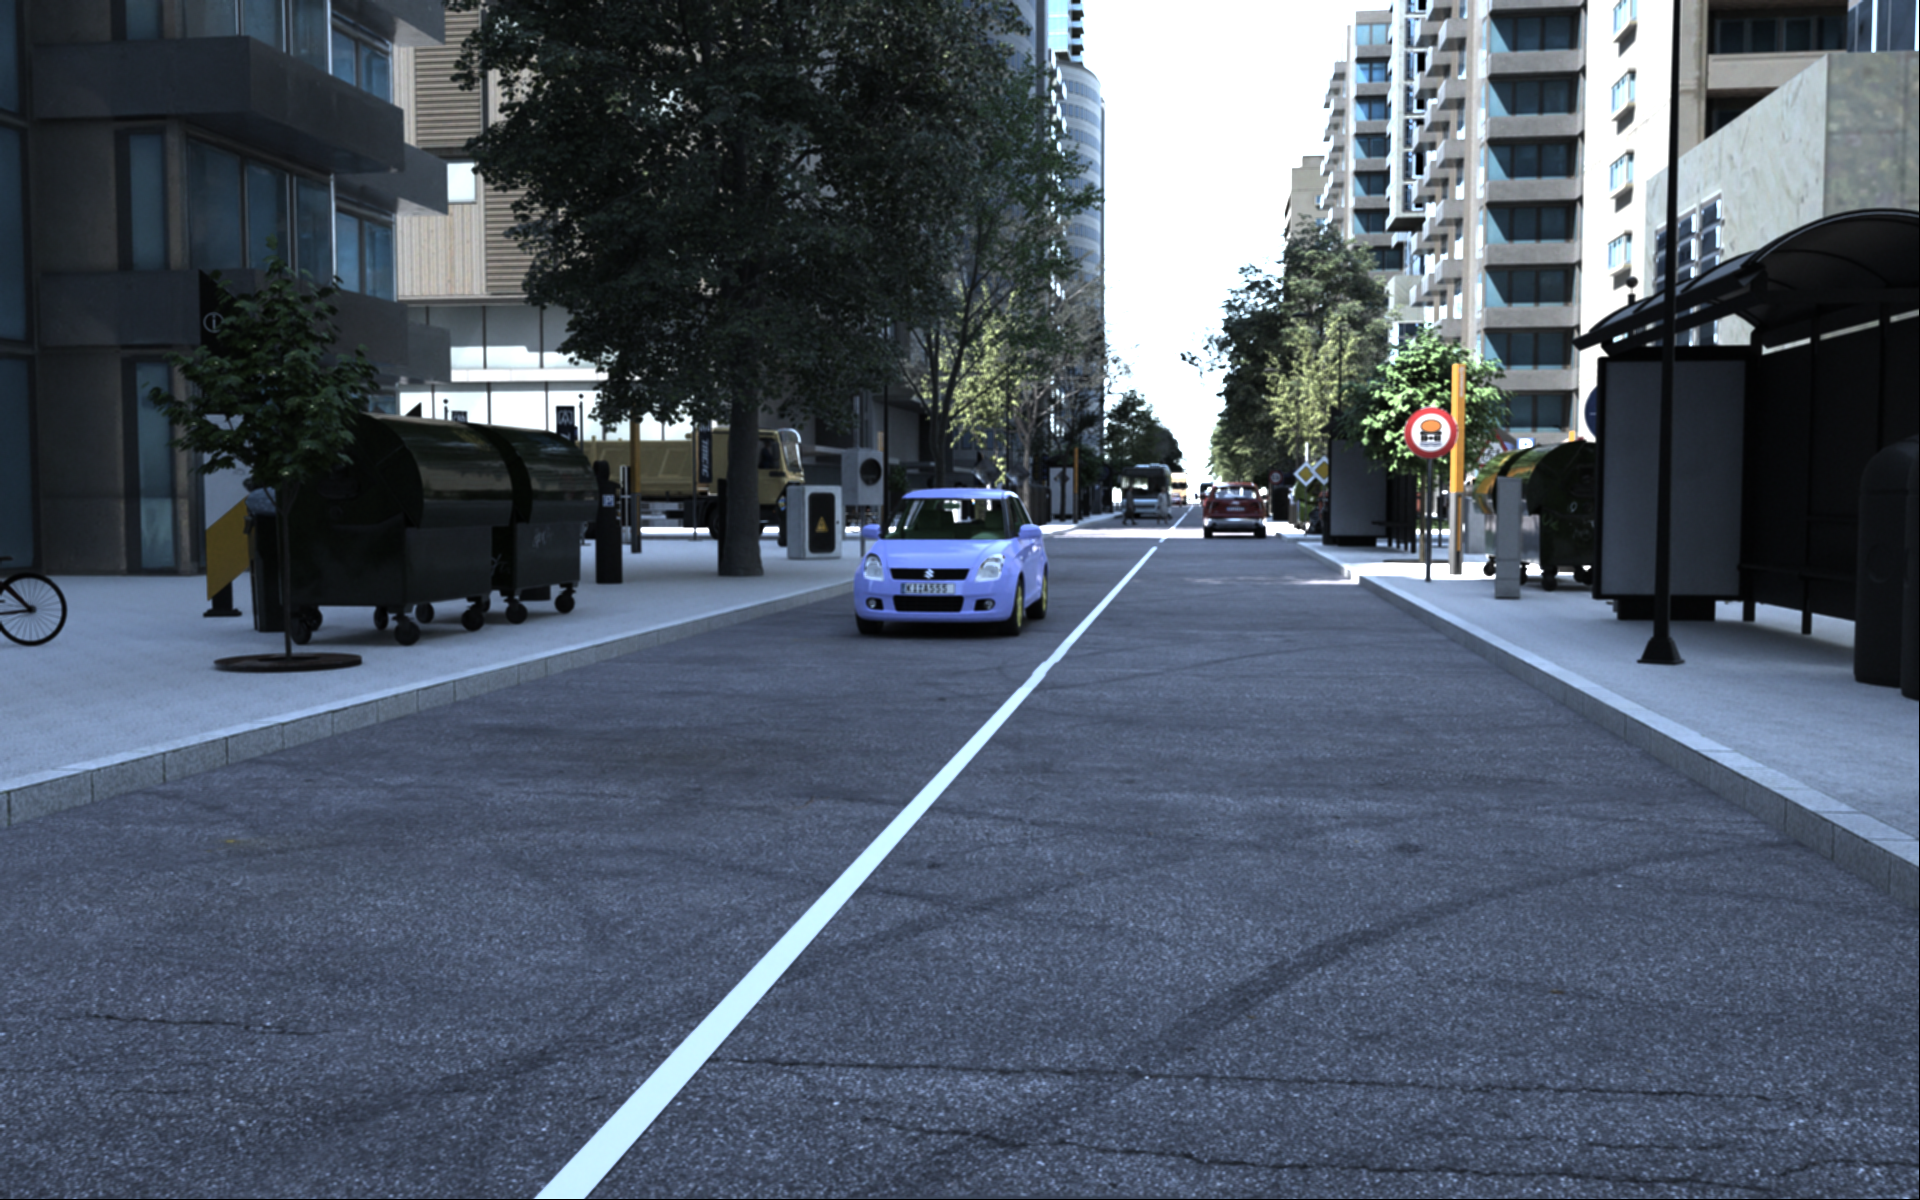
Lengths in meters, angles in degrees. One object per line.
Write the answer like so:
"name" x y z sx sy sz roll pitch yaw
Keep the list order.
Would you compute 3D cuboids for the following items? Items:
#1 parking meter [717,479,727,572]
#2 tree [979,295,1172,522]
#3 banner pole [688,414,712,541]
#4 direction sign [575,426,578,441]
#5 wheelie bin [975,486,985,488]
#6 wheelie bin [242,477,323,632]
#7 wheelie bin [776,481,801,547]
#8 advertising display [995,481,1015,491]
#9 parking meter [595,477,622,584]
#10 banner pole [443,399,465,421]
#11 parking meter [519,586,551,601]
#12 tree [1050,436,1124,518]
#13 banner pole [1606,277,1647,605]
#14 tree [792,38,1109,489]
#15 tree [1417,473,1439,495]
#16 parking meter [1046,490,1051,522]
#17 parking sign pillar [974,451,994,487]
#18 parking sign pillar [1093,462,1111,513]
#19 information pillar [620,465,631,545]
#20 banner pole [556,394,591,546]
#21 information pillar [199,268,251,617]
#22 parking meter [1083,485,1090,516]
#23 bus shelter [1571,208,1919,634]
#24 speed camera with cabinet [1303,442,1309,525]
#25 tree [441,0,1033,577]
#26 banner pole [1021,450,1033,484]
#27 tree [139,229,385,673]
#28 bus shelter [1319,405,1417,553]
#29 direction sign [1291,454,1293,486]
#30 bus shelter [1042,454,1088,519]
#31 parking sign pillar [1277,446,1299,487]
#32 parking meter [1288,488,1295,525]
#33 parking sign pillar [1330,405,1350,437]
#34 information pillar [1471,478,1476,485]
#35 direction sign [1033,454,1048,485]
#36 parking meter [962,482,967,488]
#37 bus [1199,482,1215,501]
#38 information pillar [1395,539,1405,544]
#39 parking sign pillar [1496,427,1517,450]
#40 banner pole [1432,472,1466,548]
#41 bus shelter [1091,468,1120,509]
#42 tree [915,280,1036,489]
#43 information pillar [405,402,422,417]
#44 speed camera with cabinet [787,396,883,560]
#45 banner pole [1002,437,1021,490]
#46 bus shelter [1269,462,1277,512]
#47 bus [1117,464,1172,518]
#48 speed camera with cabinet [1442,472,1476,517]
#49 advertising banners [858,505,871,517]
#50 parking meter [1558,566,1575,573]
"parking meter" -3.790 -1.225 28.441 0.372 1.533 0.369 0 3 0
"tree" 4.671 -8.930 80.417 8.767 10.594 7.601 1 4 17
"banner pole" -7.101 -3.514 47.479 0.863 3.779 0.401 2 4 32
"direction sign" -12.996 -4.010 57.557 0.379 3.537 0.876 2 4 31
"wheelie bin" 0.924 -3.647 67.530 0.980 1.594 0.693 1 4 8
"wheelie bin" -6.371 -0.513 16.293 0.693 1.594 0.980 -2 4 -29
"wheelie bin" -4.055 -2.112 42.438 0.693 1.594 0.980 1 4 22
"advertising display" 2.236 -4.964 86.375 0.974 1.923 0.123 0 4 -7
"parking meter" -5.045 -1.006 24.862 0.372 1.533 0.369 0 3 0
"banner pole" -13.345 -3.409 45.762 0.401 3.779 0.863 3 5 44
"parking meter" -5.145 -0.764 20.910 0.372 1.533 0.369 0 3 0
"tree" 6.347 -6.807 95.003 4.285 4.588 4.351 0 3 0
"banner pole" 7.710 -1.823 19.818 0.401 3.779 0.863 0 4 6
"tree" -0.460 -6.999 40.185 9.928 11.665 9.643 0 3 0
"tree" 18.858 -4.641 70.483 1.663 3.219 1.824 0 3 0
"parking meter" 3.930 -4.294 78.625 0.372 1.533 0.369 0 3 0
"parking sign pillar" 1.485 -7.247 106.962 1.447 3.967 1.447 3 5 43
"parking sign pillar" 9.851 -8.025 119.684 1.447 3.967 1.447 2 4 26
"information pillar" -8.458 -2.427 44.167 0.304 2.012 0.304 -3 5 -42
"banner pole" -9.660 -3.253 43.197 0.863 3.779 0.401 0 4 -3
"information pillar" -7.658 -1.635 18.084 0.504 3.616 0.183 -1 4 -10
"parking meter" 7.332 -5.797 100.489 0.399 1.863 0.255 2 4 29
"bus shelter" 6.898 -1.292 15.042 2.014 3.302 5.546 1 4 8
"speed camera with cabinet" 13.732 -4.365 65.697 0.660 3.252 2.038 -2 4 -27
"tree" -3.476 -7.357 26.942 9.857 13.997 8.962 0 3 0
"banner pole" 3.809 -6.586 97.699 0.863 3.779 0.401 -2 4 -30
"tree" -5.141 -1.113 12.795 1.663 3.219 1.824 0 3 0
"bus shelter" 9.463 -2.814 39.939 2.014 3.302 5.546 1 4 8
"direction sign" 17.524 -6.084 91.464 0.379 3.537 0.876 1 4 13
"bus shelter" 5.478 -5.869 89.883 2.014 3.302 5.546 0 4 8
"parking sign pillar" 18.090 -6.533 95.293 1.447 3.967 1.447 1 4 9
"parking meter" 13.925 -3.915 72.420 0.372 1.533 0.369 0 3 0
"parking sign pillar" 11.806 -3.892 52.102 1.447 3.967 1.447 0 4 6
"information pillar" 23.462 -4.561 79.057 0.304 2.012 0.304 1 4 14
"direction sign" 4.559 -6.513 98.489 0.876 3.537 0.379 0 4 7
"parking meter" 0.218 -4.926 86.255 0.255 1.863 0.399 0 4 1
"bus" 38.446 -16.709 268.058 2.948 3.499 13.247 1 4 9
"information pillar" 11.493 -2.477 44.991 0.304 2.012 0.304 0 4 6
"parking sign pillar" 20.133 -4.627 64.128 1.447 3.967 1.447 -3 5 -41
"banner pole" 11.777 -3.154 41.586 0.863 3.779 0.401 0 4 -6
"bus shelter" 10.256 -7.933 123.626 2.014 3.302 5.546 0 4 8
"tree" 0.834 -6.623 58.652 4.737 8.622 4.395 0 3 0
"information pillar" -13.846 -3.214 43.895 0.504 3.616 0.183 -2 4 -35
"speed camera with cabinet" -2.476 -2.456 34.493 2.038 3.252 0.660 -3 5 -42
"banner pole" 2.107 -5.225 75.438 0.401 3.779 0.863 3 4 38
"bus shelter" 19.029 -6.531 100.707 2.014 3.302 5.546 0 4 8
"bus" 11.346 -6.721 104.751 2.948 3.499 13.247 1 4 9
"speed camera with cabinet" 27.397 -6.168 95.185 2.038 3.252 0.660 2 4 25
"advertising banners" -5.819 -6.201 97.566 2.074 3.025 0.090 3 5 40
"parking meter" 9.898 -1.212 28.220 0.372 1.533 0.369 0 3 0
